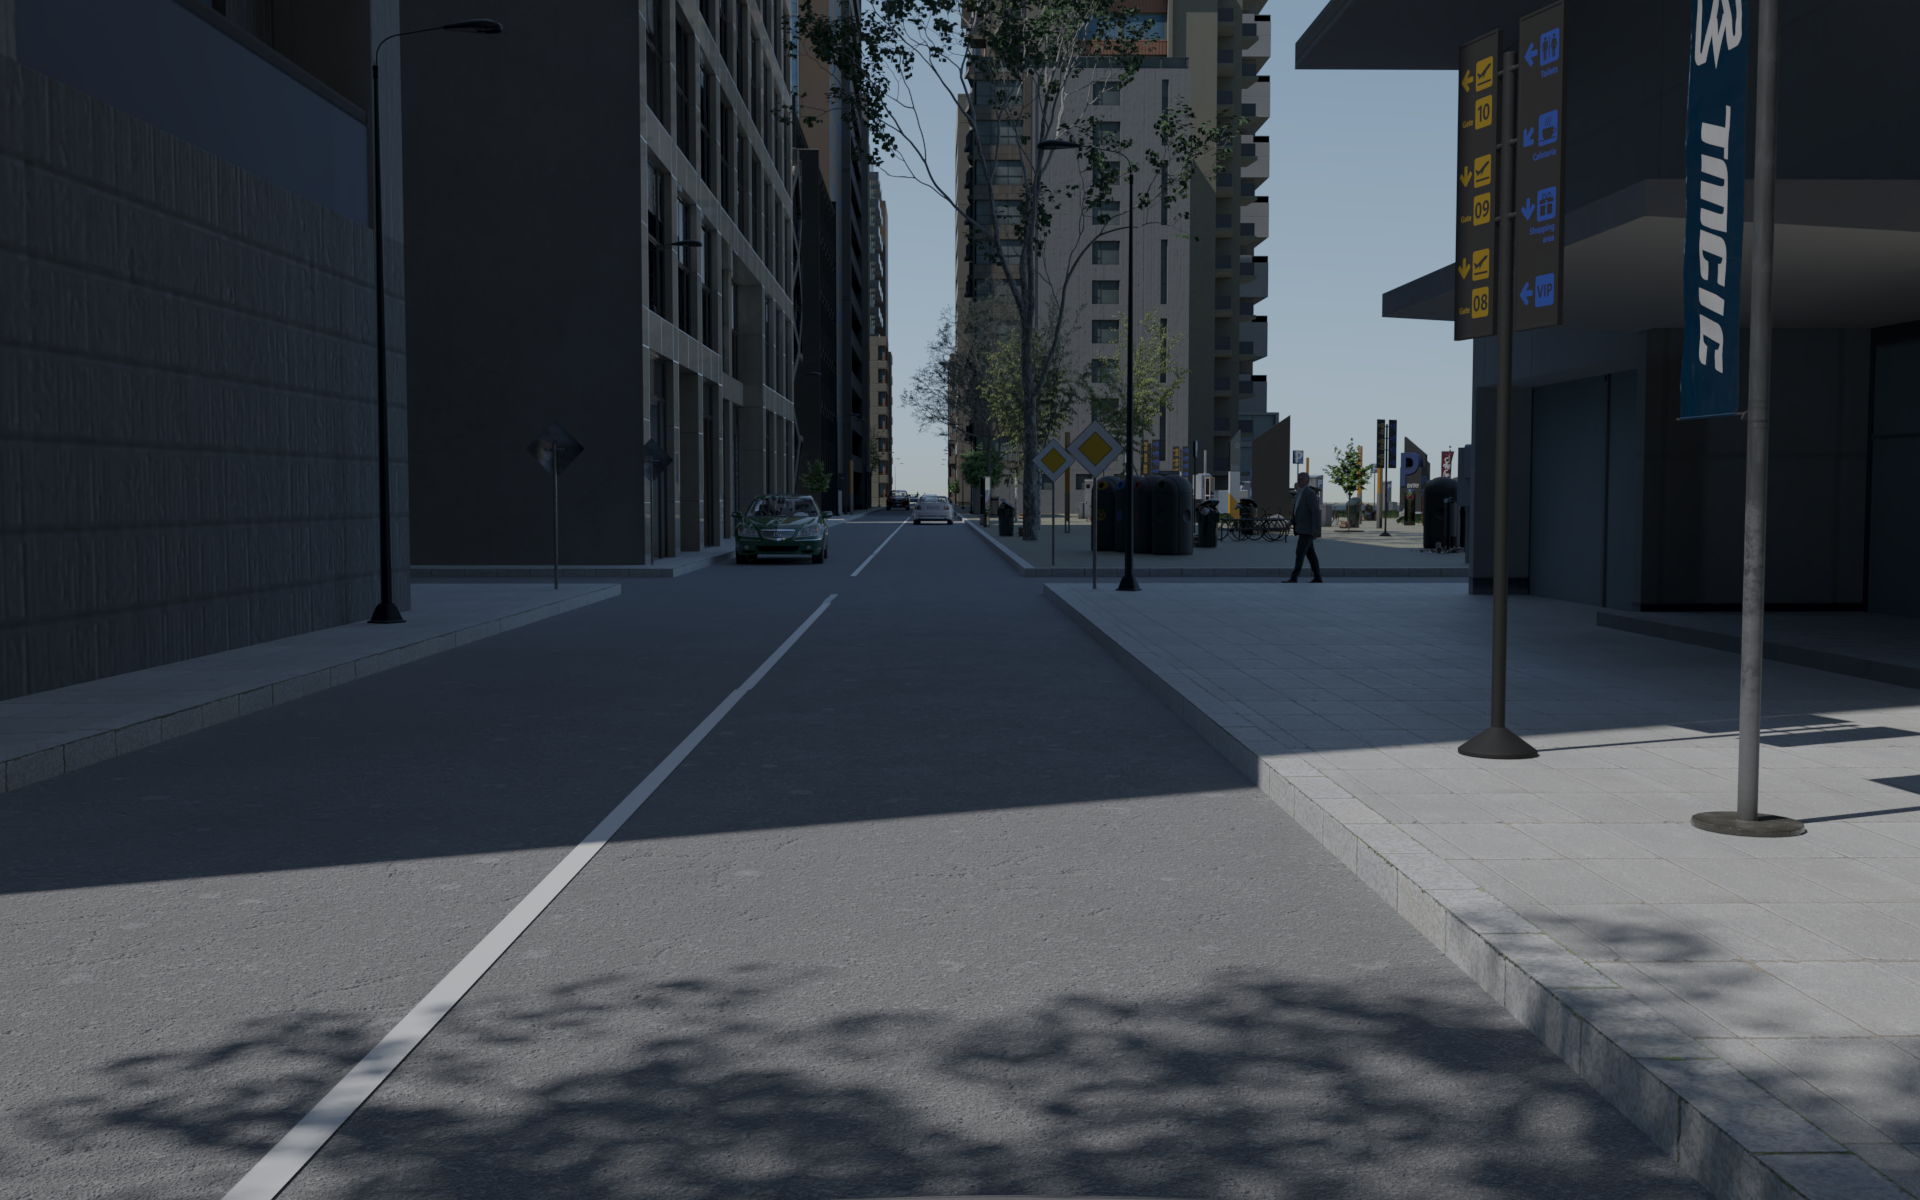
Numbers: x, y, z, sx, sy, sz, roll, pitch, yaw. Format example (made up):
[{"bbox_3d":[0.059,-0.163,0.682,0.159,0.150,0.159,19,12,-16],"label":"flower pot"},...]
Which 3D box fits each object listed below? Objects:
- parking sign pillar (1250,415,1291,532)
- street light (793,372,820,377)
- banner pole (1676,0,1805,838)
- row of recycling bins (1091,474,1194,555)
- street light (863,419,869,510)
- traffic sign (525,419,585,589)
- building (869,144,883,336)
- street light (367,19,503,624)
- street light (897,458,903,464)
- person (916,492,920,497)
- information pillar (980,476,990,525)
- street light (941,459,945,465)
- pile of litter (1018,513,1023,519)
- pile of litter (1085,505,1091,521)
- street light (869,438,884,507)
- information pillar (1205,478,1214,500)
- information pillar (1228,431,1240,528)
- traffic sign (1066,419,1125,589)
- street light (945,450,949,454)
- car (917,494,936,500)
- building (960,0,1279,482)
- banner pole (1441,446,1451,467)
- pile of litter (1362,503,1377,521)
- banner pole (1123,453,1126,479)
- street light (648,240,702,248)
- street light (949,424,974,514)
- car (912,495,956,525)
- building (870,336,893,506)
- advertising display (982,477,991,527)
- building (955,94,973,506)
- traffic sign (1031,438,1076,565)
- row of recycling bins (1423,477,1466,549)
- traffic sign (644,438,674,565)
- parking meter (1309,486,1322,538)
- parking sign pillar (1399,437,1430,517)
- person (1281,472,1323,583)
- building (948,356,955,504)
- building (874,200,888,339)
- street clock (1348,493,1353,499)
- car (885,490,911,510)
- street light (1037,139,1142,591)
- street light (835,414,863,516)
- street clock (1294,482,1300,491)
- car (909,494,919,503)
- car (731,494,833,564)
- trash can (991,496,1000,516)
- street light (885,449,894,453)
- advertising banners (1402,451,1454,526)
[{"bbox_3d":[10.579,-4.320,59.102,1.447,3.967,1.447,0,4,3],"label":"parking sign pillar"},{"bbox_3d":[-6.028,-5.730,66.219,1.470,5.913,1.316,0,4,-1],"label":"street light"},{"bbox_3d":[3.012,-1.025,6.771,0.401,3.779,0.863,0,4,-3],"label":"banner pole"},{"bbox_3d":[3.967,-1.877,37.810,1.069,1.692,3.534,-2,4,-24],"label":"row of recycling bins"},{"bbox_3d":[-6.559,-8.260,107.594,1.470,5.913,1.316,0,4,-1],"label":"street light"},{"bbox_3d":[-5.428,-1.199,23.242,0.795,2.450,0.064,0,4,-1],"label":"traffic sign"},{"bbox_3d":[-21.742,-37.516,232.997,23.786,49.044,30.456,0,4,-1],"label":"building"},{"bbox_3d":[-5.177,-2.725,17.099,1.470,5.913,1.316,0,4,-1],"label":"street light"},{"bbox_3d":[-8.493,-15.469,225.458,1.470,5.913,1.316,0,4,-1],"label":"street light"},{"bbox_3d":[-6.500,-15.634,264.133,1.348,1.822,0.705,-2,4,-35],"label":"person"},{"bbox_3d":[1.017,-4.081,71.224,0.304,2.012,0.304,-3,5,-40],"label":"information pillar"},{"bbox_3d":[-0.981,-12.856,182.735,1.470,5.913,1.316,0,4,-1],"label":"street light"},{"bbox_3d":[3.343,-4.605,89.255,1.719,0.858,1.176,-2,4,-34],"label":"pile of litter"},{"bbox_3d":[6.678,-4.234,83.198,1.176,0.858,1.719,-1,4,-17],"label":"pile of litter"},{"bbox_3d":[-7.233,-10.417,142.854,1.470,5.913,1.316,0,4,-1],"label":"street light"},{"bbox_3d":[11.124,-4.446,77.180,0.304,2.012,0.304,-3,5,-39],"label":"information pillar"},{"bbox_3d":[10.128,-4.435,63.872,0.504,3.616,0.183,-2,4,-31],"label":"information pillar"},{"bbox_3d":[1.815,-1.205,23.338,0.795,2.450,0.064,0,4,-1],"label":"traffic sign"},{"bbox_3d":[-0.292,-10.742,148.174,1.470,5.913,1.316,0,4,-1],"label":"street light"},{"bbox_3d":[-2.415,-7.848,138.101,2.009,1.686,4.222,0,4,-1],"label":"car"},{"bbox_3d":[14.621,-35.417,168.307,28.713,52.752,27.495,0,4,-1],"label":"building"},{"bbox_3d":[25.186,-6.096,89.692,0.401,3.779,0.863,-2,4,-28],"label":"banner pole"},{"bbox_3d":[19.349,-4.201,82.650,1.719,0.858,1.176,0,4,0],"label":"pile of litter"},{"bbox_3d":[9.198,-6.508,96.425,0.401,3.779,0.863,1,4,21],"label":"banner pole"},{"bbox_3d":[-5.406,-3.624,31.789,1.470,5.913,1.316,0,4,-1],"label":"street light"},{"bbox_3d":[0.200,-8.644,113.867,1.470,5.913,1.316,0,4,-1],"label":"street light"},{"bbox_3d":[-1.245,-4.253,81.891,2.083,1.381,4.827,0,4,0],"label":"car"},{"bbox_3d":[-22.078,-21.967,204.206,27.650,21.520,28.899,0,4,-1],"label":"building"},{"bbox_3d":[1.023,-3.775,66.932,0.123,1.923,0.974,1,4,13],"label":"advertising display"},{"bbox_3d":[10.228,-35.330,201.353,21.300,48.544,21.600,0,4,-1],"label":"building"},{"bbox_3d":[1.687,-1.693,31.322,0.795,2.450,0.064,0,4,-1],"label":"traffic sign"},{"bbox_3d":[12.251,-2.129,41.918,1.069,1.692,3.534,3,4,38],"label":"row of recycling bins"},{"bbox_3d":[-5.557,-1.687,31.226,0.795,2.450,0.064,0,4,-1],"label":"traffic sign"},{"bbox_3d":[10.431,-2.595,50.845,0.372,1.533,0.369,0,3,0],"label":"parking meter"},{"bbox_3d":[21.107,-5.636,80.614,1.447,3.967,1.447,-2,4,-34],"label":"parking sign pillar"},{"bbox_3d":[5.320,-1.110,27.042,0.834,1.777,0.661,-1,4,-22],"label":"person"},{"bbox_3d":[12.325,-23.401,227.641,27.650,21.520,28.899,0,4,-1],"label":"building"},{"bbox_3d":[-17.694,-37.086,256.467,14.600,45.320,14.200,0,4,-1],"label":"building"},{"bbox_3d":[22.975,-5.958,101.982,0.358,2.002,0.471,3,5,42],"label":"street clock"},{"bbox_3d":[-5.466,-8.835,153.117,2.281,1.827,5.304,0,4,0],"label":"car"},{"bbox_3d":[1.706,-3.078,22.872,1.470,5.913,1.316,0,4,-1],"label":"street light"},{"bbox_3d":[-6.572,-7.828,100.526,1.470,5.913,1.316,0,4,-1],"label":"street light"},{"bbox_3d":[20.758,-6.237,106.548,0.358,2.002,0.471,3,5,43],"label":"street clock"},{"bbox_3d":[-7.118,-15.209,260.668,2.014,1.417,4.499,0,4,-2],"label":"car"},{"bbox_3d":[-3.784,-1.551,37.163,2.131,1.459,4.920,0,4,-3],"label":"car"},{"bbox_3d":[2.006,-5.595,103.124,0.748,1.137,0.748,0,3,0],"label":"trash can"},{"bbox_3d":[-7.746,-12.536,177.496,1.470,5.913,1.316,0,4,-1],"label":"street light"},{"bbox_3d":[18.998,-4.532,70.293,2.074,3.025,0.090,0,4,2],"label":"advertising banners"}]
